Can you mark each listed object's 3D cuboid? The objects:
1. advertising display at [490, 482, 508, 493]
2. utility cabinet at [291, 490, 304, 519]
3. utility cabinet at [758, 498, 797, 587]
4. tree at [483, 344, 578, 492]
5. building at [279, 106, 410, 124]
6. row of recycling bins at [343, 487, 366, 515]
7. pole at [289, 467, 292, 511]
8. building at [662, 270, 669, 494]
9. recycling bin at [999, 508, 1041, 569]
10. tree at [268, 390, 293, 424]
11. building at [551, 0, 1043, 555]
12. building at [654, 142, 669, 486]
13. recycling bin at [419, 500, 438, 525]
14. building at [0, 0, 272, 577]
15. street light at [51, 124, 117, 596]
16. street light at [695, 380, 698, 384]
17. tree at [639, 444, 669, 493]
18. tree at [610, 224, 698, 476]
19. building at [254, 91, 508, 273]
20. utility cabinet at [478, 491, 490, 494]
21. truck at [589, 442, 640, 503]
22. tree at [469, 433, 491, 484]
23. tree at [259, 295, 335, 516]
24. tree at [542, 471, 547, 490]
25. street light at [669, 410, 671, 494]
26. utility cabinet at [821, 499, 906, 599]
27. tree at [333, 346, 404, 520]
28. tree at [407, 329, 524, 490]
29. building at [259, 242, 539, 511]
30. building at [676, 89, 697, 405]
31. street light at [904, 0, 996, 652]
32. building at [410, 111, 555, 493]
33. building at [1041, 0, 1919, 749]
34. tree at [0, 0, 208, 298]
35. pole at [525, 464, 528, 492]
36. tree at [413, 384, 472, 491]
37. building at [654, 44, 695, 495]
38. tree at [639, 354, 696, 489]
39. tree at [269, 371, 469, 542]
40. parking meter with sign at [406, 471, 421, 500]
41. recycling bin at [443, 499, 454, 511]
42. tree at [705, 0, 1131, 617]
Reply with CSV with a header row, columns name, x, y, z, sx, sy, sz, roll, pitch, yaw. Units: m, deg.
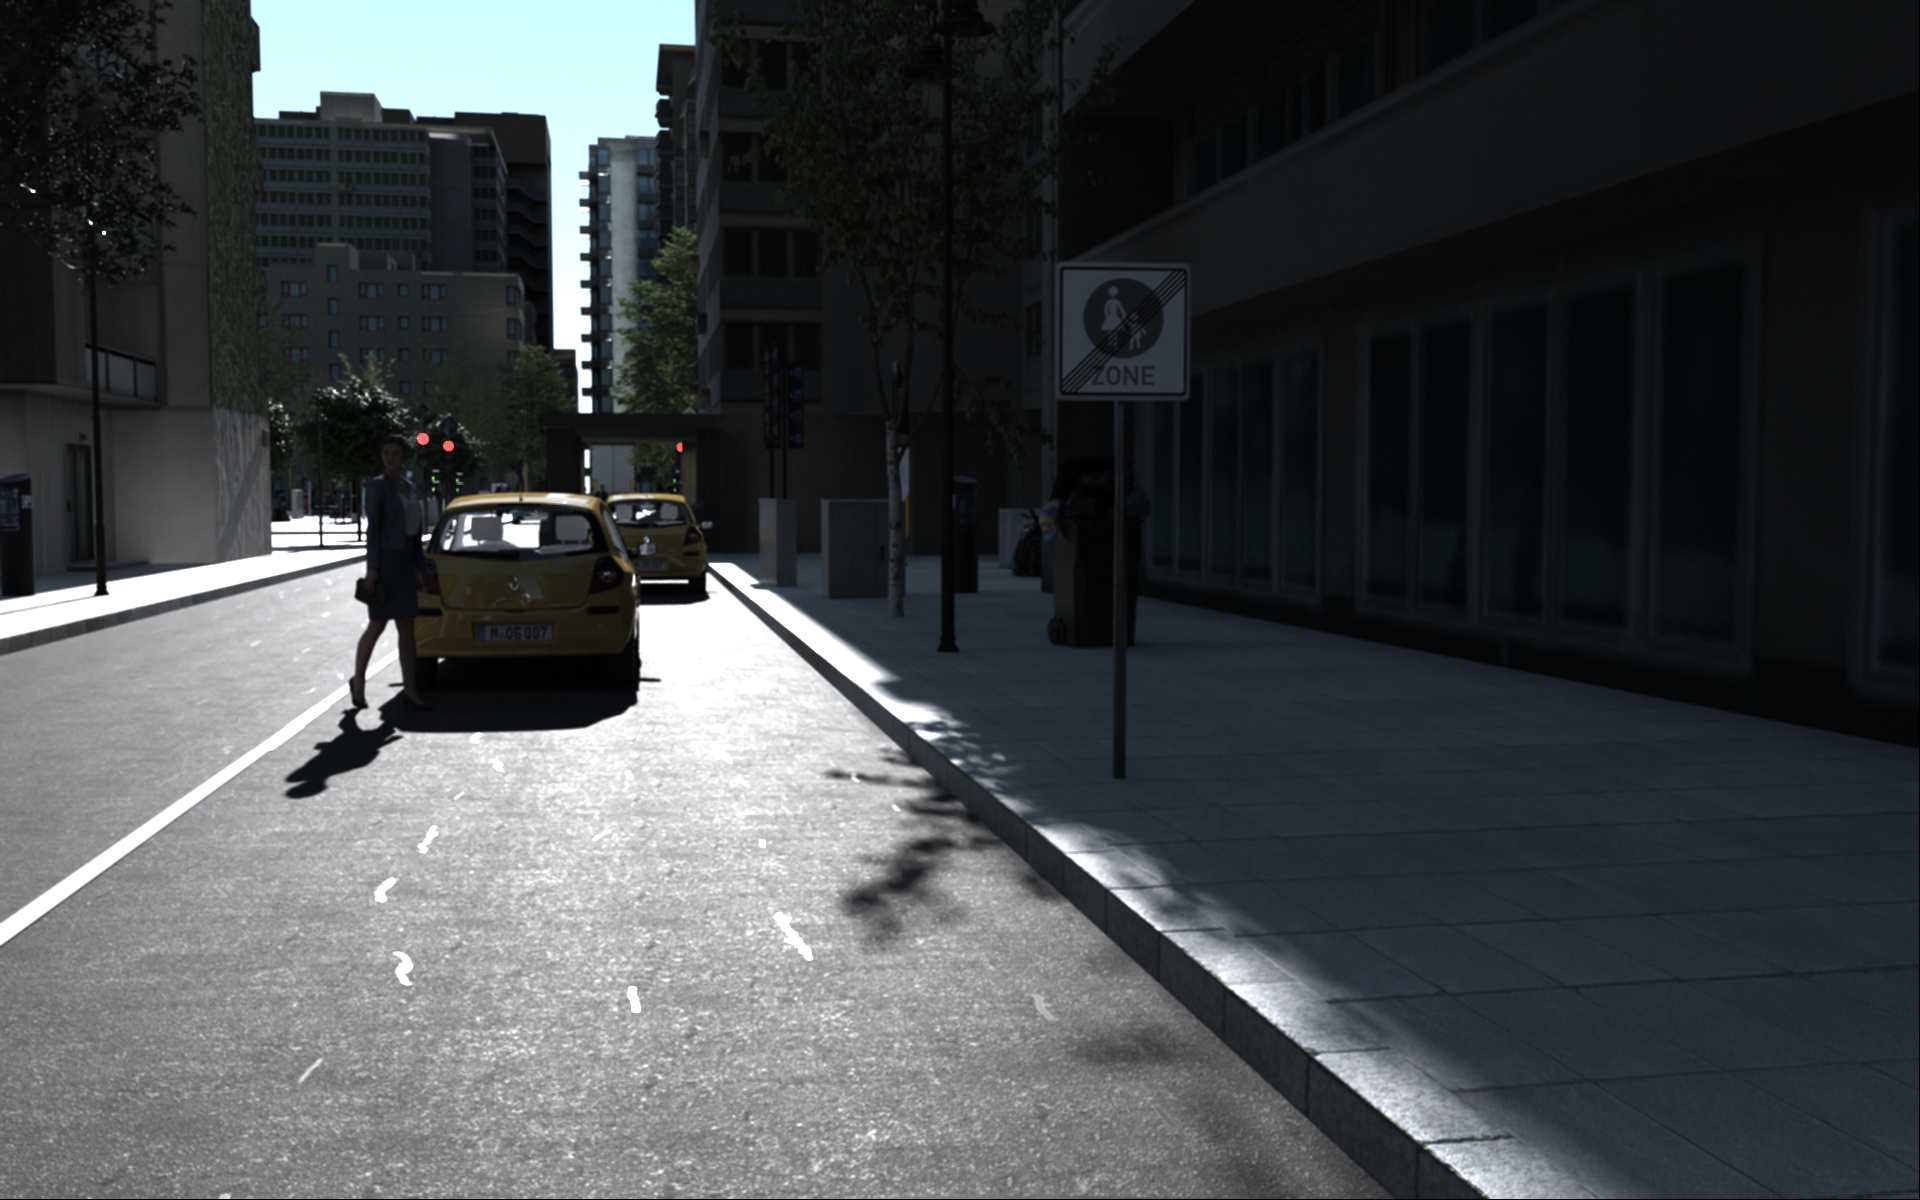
name,x,y,z,sx,sy,sz,roll,pitch,yaw
advertising display,-25.234,-5.483,94.863,0.974,1.923,0.123,-2,4,-27
utility cabinet,-33.963,-4.901,88.809,0.318,1.500,1.173,0,4,-7
utility cabinet,-2.556,-0.807,24.350,0.306,1.237,1.020,-1,4,-21
tree,-32.158,-13.014,130.913,7.486,12.596,7.792,0,3,0
building,-68.625,-33.435,196.779,14.200,45.320,14.600,-1,4,-11
row of recycling bins,-37.542,-6.240,109.140,1.069,1.692,3.534,1,4,16
pole,-50.343,-8.347,130.322,0.158,3.312,0.155,0,3,0
building,-25.803,-25.651,191.101,14.160,30.474,14.107,-1,4,-11
recycling bin,1.098,-1.072,30.075,0.722,1.027,0.722,-1,4,-12
tree,-47.016,-10.224,117.525,4.360,8.622,3.978,0,3,0
building,5.901,-21.535,43.975,32.217,40.220,23.993,-1,4,-11
building,-28.954,-31.891,205.019,14.154,41.232,14.086,-1,4,-11
recycling bin,-21.899,-3.575,71.013,0.722,1.027,0.722,2,4,31
building,-20.148,-21.027,27.391,14.154,41.232,14.086,-1,4,-11
street light,-10.888,-2.997,21.797,0.468,5.910,1.993,-1,4,-11
street light,-8.151,-5.028,54.988,0.468,5.910,1.993,-1,4,-11
tree,-19.625,-10.088,115.297,4.737,8.622,4.395,0,3,0
tree,-10.877,-9.487,73.245,7.486,12.596,7.792,0,3,0
building,-58.208,-29.375,172.161,32.217,40.220,23.993,-1,4,-11
utility cabinet,-31.686,-6.564,115.999,1.173,1.500,0.318,2,4,28
truck,-19.296,-6.597,96.776,2.839,4.237,11.283,-1,4,-11
tree,-20.266,-5.157,68.032,4.285,4.588,4.351,0,3,0
tree,-25.513,-6.872,62.724,4.737,8.622,4.395,0,3,0
tree,-44.574,-12.676,190.973,4.285,4.588,4.351,0,3,0
street light,-15.943,-7.495,95.337,0.468,5.910,1.993,-1,4,-11
utility cabinet,-1.193,-0.629,21.454,1.020,1.237,0.306,-2,4,-25
tree,-29.858,-8.326,86.490,4.360,8.622,3.978,0,3,0
tree,-23.024,-7.823,78.276,4.737,8.622,4.395,0,3,0
building,-50.825,-18.485,147.274,27.650,21.520,28.899,-1,4,-11
building,-13.257,-21.804,128.191,14.160,30.474,14.107,-1,4,-11
street light,-0.098,-2.519,13.967,0.468,5.910,1.993,-1,4,-11
building,-54.389,-33.603,199.522,14.200,45.320,14.600,-1,4,-11
building,13.526,-23.813,13.051,21.300,48.544,21.600,-1,4,-11
tree,-10.293,-4.925,14.943,7.601,10.594,8.767,-1,4,-20
pole,-29.326,-7.544,117.193,0.158,3.312,0.155,0,3,0
tree,-34.390,-10.112,115.691,4.360,8.622,3.978,0,3,0
building,-18.518,-31.535,170.229,22.147,44.769,28.867,-1,4,-11
tree,-13.883,-8.284,85.812,4.360,8.622,3.978,0,3,0
tree,-16.209,-3.841,46.509,4.285,4.588,4.351,0,3,0
parking meter with sign,-41.468,-8.313,132.185,0.543,3.016,1.738,1,4,17
recycling bin,-25.523,-4.542,86.821,0.722,1.027,0.722,-2,4,-23
tree,-0.603,-4.112,17.602,4.737,8.622,4.395,0,3,0
